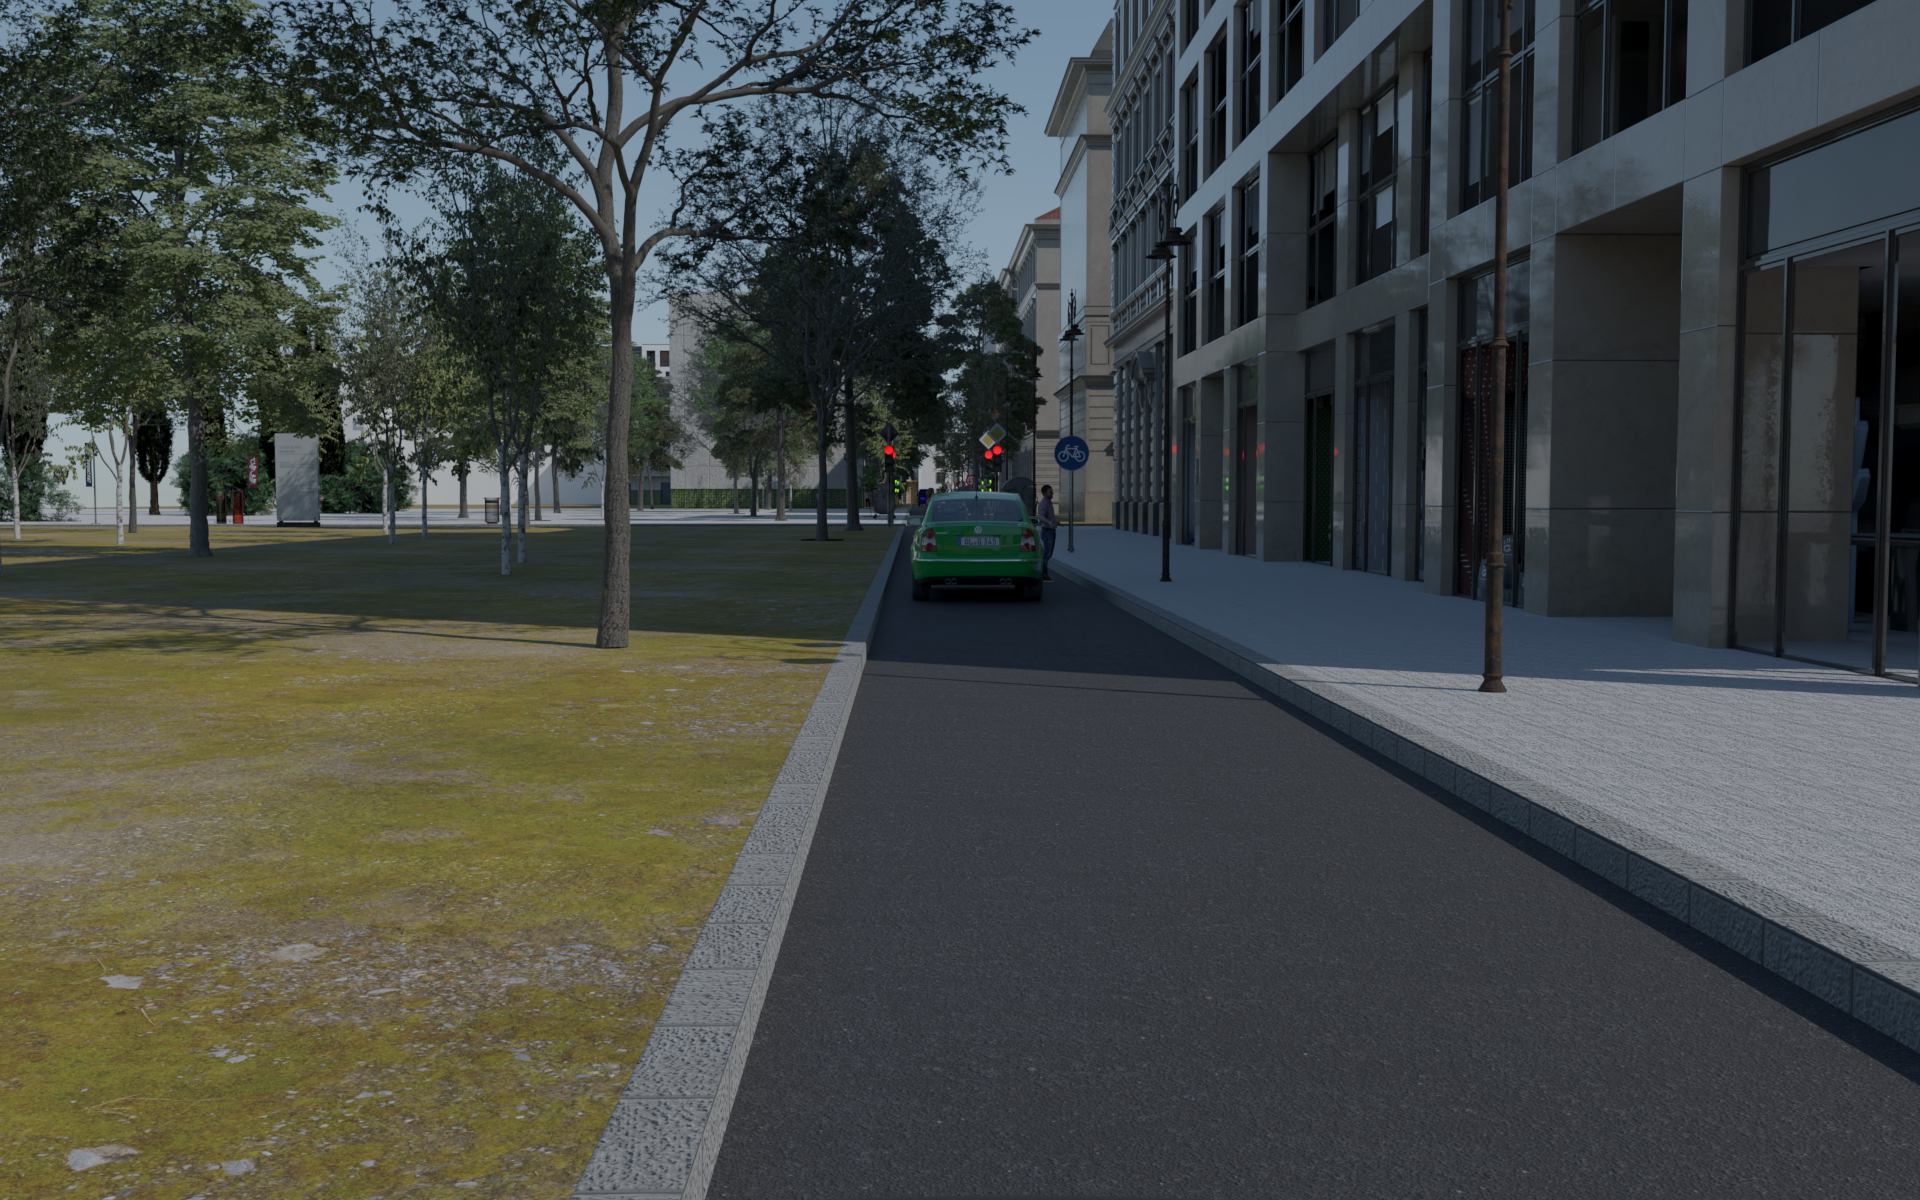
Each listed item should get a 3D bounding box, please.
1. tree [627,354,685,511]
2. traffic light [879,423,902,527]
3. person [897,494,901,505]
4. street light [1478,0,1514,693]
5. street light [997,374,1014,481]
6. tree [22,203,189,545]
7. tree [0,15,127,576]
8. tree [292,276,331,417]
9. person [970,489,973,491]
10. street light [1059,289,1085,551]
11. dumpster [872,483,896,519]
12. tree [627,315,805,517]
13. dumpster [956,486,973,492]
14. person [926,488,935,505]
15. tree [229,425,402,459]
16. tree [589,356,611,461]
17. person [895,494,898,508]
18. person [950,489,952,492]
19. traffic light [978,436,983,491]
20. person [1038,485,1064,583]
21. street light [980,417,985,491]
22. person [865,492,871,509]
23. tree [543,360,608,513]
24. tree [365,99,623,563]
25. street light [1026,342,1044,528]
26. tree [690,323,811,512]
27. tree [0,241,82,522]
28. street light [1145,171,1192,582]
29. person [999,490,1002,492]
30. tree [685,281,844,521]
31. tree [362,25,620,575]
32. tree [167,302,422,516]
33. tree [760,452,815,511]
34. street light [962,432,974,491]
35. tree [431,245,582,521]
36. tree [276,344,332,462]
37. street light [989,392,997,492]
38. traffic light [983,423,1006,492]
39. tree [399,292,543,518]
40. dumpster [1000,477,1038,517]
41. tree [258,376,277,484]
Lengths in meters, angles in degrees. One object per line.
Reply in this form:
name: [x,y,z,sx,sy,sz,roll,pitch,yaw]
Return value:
tree: [-24.835,-13.008,134.744,6.751,12.117,7.091,0,3,0]
traffic light: [-2.737,-4.780,67.403,0.839,4.213,0.868,0,4,-1]
person: [-6.466,-10.988,186.623,0.541,1.710,0.530,1,4,18]
street light: [3.460,-2.342,11.076,0.468,5.910,1.993,0,4,-1]
street light: [1.815,-5.755,66.880,0.468,5.910,1.993,0,4,-1]
tree: [-21.497,-5.725,43.962,4.737,8.622,4.395,0,3,0]
tree: [-15.149,-4.686,26.975,4.360,8.622,3.978,0,3,0]
tree: [-14.775,-5.739,44.202,4.360,8.622,3.978,0,3,0]
person: [0.741,-5.420,96.931,0.388,1.546,0.482,3,4,37]
street light: [2.516,-4.057,39.117,0.468,5.910,1.993,0,4,-1]
dumpster: [-3.916,-5.125,89.551,1.264,1.857,1.865,0,4,-2]
tree: [-11.662,-10.508,97.558,9.928,11.665,9.643,0,3,0]
dumpster: [0.360,-7.272,124.650,1.264,1.857,1.865,0,4,-2]
person: [-0.785,-2.384,49.189,0.444,1.614,0.593,3,4,36]
tree: [-54.021,-10.975,142.354,20.602,7.101,11.467,0,4,7]
tree: [-25.133,-12.223,125.594,9.928,11.665,9.643,0,3,0]
person: [-5.980,-9.522,162.249,0.721,1.766,1.217,1,4,9]
person: [-1.665,-13.548,227.550,0.705,1.824,1.348,0,4,6]
traffic light: [1.219,-5.276,75.508,0.839,4.213,0.868,0,4,-1]
person: [1.443,-1.084,28.189,0.435,1.587,0.963,1,4,9]
street light: [1.181,-7.318,92.432,0.468,5.910,1.993,0,4,-1]
person: [-7.845,-8.576,147.720,0.566,1.644,0.517,-2,4,-31]
tree: [-27.140,-11.852,115.840,6.751,12.117,7.091,0,3,0]
tree: [-8.250,-5.015,32.359,4.737,8.622,4.395,0,3,0]
street light: [2.274,-4.906,53.001,0.468,5.910,1.993,0,4,-1]
tree: [-14.636,-13.231,122.983,9.857,13.997,8.962,0,3,0]
tree: [-50.170,-11.057,82.596,18.604,14.587,13.155,0,4,-4]
street light: [3.020,-3.208,25.239,0.468,5.910,1.993,0,4,-1]
person: [3.570,-8.512,145.085,0.599,1.838,0.709,2,4,35]
tree: [-8.528,-9.801,82.294,6.751,12.117,7.091,0,3,0]
tree: [-7.186,-4.694,27.111,4.360,8.622,3.978,0,3,0]
tree: [-44.225,-12.656,108.739,13.155,14.587,18.604,1,4,10]
tree: [-12.633,-11.077,131.470,4.737,8.622,4.395,0,3,0]
street light: [0.574,-9.077,121.203,0.468,5.910,1.993,0,4,-1]
tree: [-20.294,-10.516,82.308,12.009,13.543,11.850,0,3,0]
tree: [-18.427,-6.438,55.620,4.737,8.622,4.395,0,3,0]
street light: [1.575,-6.469,78.552,0.468,5.910,1.993,0,4,-1]
traffic light: [1.423,-4.788,67.525,0.839,4.213,0.868,0,4,-1]
tree: [-26.494,-10.394,91.995,6.751,12.117,7.091,0,3,0]
dumpster: [2.025,-3.276,59.325,1.264,1.857,1.865,0,4,-1]
tree: [-31.369,-8.072,82.345,4.737,8.622,4.395,0,3,0]
